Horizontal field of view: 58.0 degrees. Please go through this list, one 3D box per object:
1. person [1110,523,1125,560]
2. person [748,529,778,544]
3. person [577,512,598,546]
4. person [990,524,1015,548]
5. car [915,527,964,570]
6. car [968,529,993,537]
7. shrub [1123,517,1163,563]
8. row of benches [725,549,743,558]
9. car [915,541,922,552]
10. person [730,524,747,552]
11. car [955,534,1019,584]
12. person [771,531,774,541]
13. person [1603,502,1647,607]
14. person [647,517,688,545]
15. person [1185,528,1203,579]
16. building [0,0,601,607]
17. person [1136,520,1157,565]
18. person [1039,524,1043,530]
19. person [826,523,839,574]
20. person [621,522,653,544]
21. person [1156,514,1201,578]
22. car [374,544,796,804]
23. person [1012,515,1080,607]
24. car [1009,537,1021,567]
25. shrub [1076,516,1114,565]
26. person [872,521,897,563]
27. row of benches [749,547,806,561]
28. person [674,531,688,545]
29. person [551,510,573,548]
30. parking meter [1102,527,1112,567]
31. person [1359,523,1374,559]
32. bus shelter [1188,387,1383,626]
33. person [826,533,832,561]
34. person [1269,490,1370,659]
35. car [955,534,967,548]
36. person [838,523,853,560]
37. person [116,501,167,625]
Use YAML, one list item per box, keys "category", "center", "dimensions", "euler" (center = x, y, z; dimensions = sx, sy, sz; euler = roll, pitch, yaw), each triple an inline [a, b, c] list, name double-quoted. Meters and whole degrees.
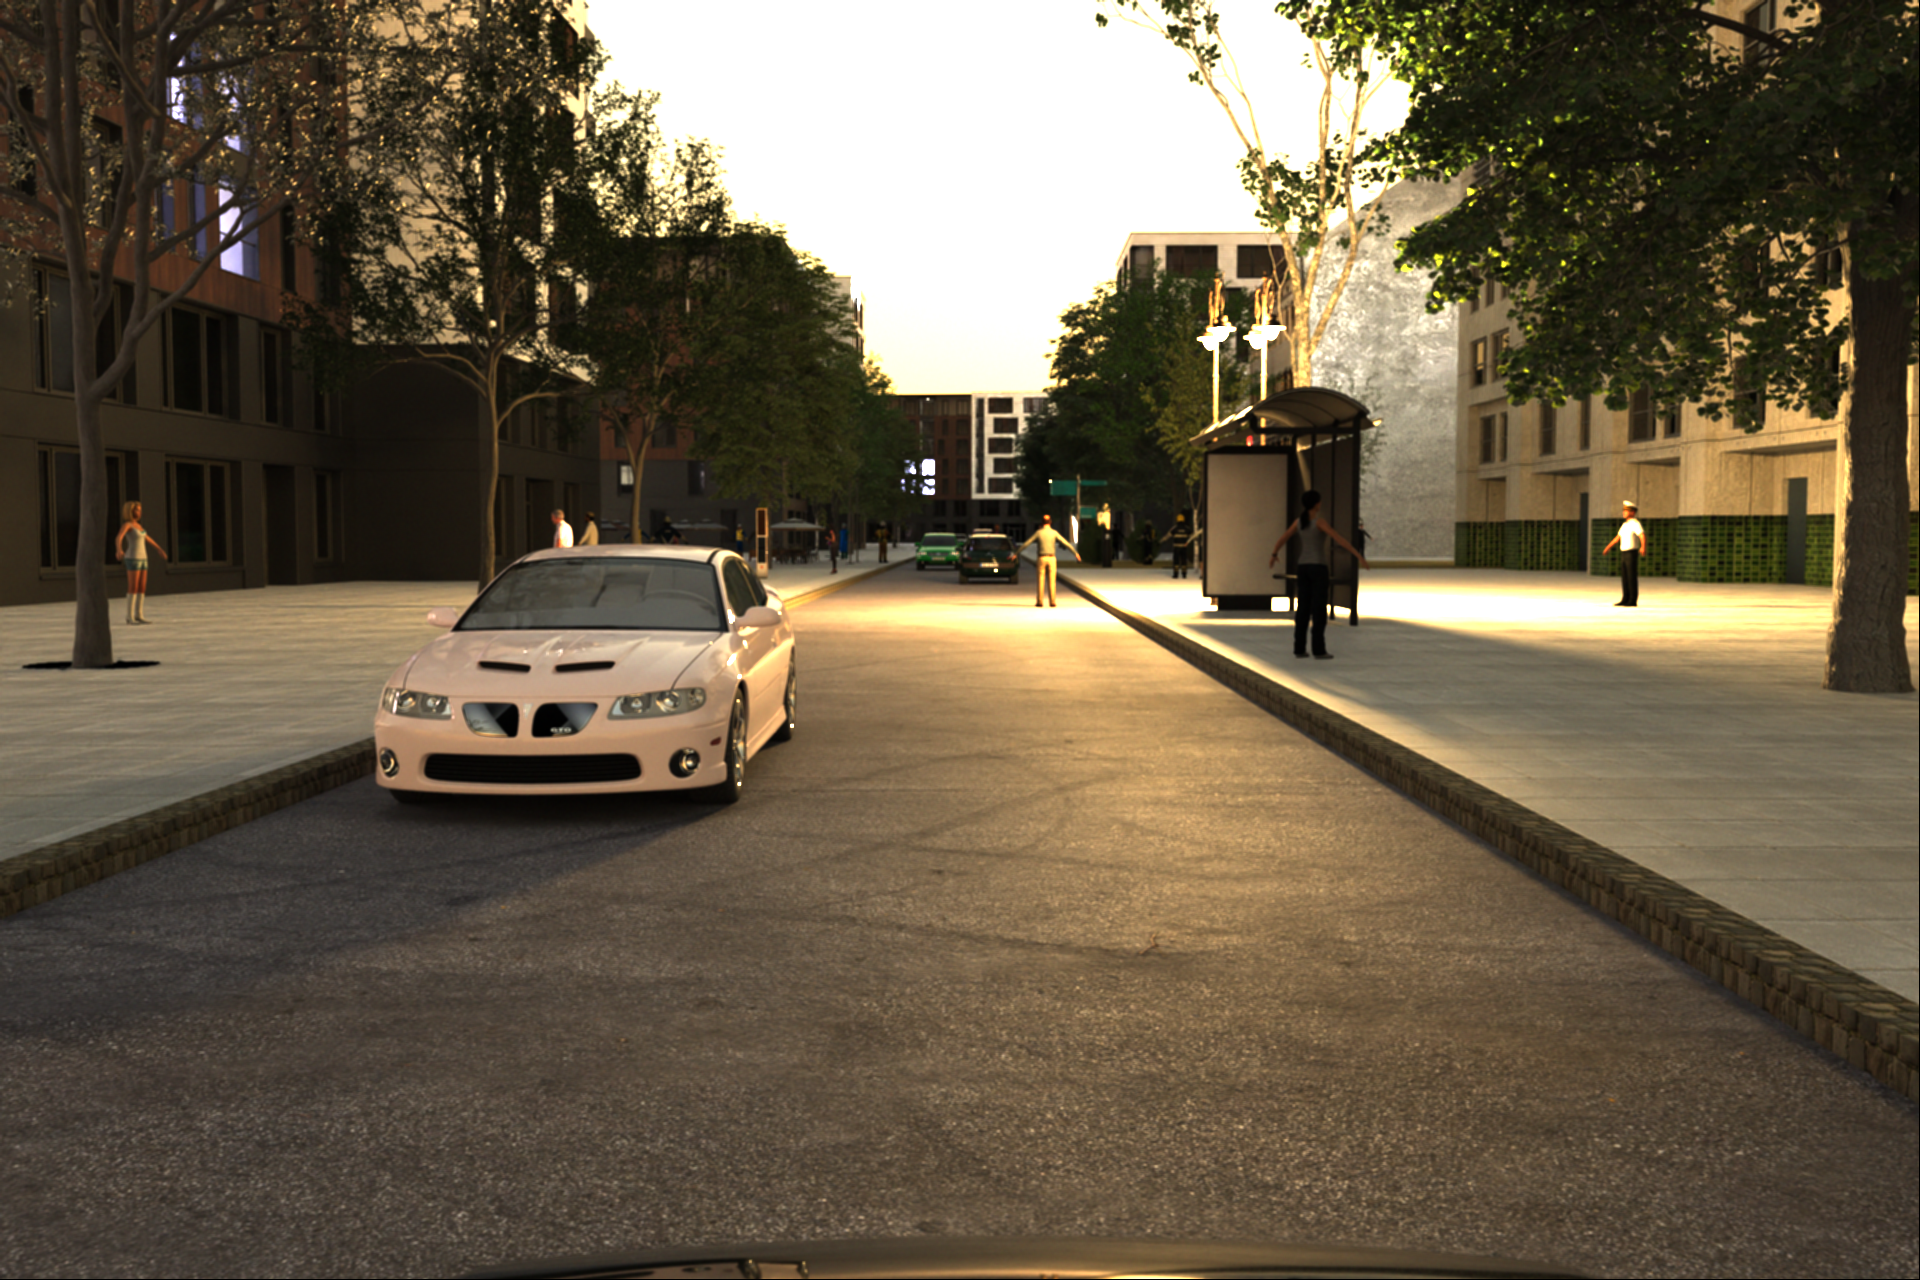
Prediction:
- category: "person"
  center: [7.643, -4.846, 85.411]
  dimensions: [1.347, 1.806, 0.705]
  euler: [-2, 4, -31]
- category: "person"
  center: [-7.549, -3.654, 65.876]
  dimensions: [1.348, 1.813, 0.705]
  euler: [2, 4, 29]
- category: "person"
  center: [-9.003, -2.198, 42.031]
  dimensions: [0.704, 1.819, 1.344]
  euler: [0, 4, 7]
- category: "person"
  center: [1.353, -3.346, 63.390]
  dimensions: [1.346, 1.802, 0.704]
  euler: [0, 4, 0]
- category: "car"
  center: [-0.816, -3.716, 69.547]
  dimensions: [1.959, 1.807, 4.718]
  euler: [0, 4, 1]
- category: "car"
  center: [1.736, -7.424, 130.057]
  dimensions: [2.281, 1.827, 5.304]
  euler: [0, 4, 1]
- category: "shrub"
  center: [8.110, -4.442, 76.661]
  dimensions: [1.661, 2.075, 1.752]
  euler: [0, 3, 0]
- category: "row of benches"
  center: [-10.110, -3.307, 69.538]
  dimensions: [1.422, 0.672, 4.104]
  euler: [2, 4, 26]
- category: "car"
  center: [-1.242, -4.445, 85.263]
  dimensions: [1.945, 1.354, 3.894]
  euler: [0, 4, 1]
- category: "person"
  center: [-12.571, -5.673, 98.727]
  dimensions: [1.349, 1.833, 0.705]
  euler: [3, 4, 38]
- category: "car"
  center: [0.843, -2.506, 50.765]
  dimensions: [2.009, 1.686, 4.222]
  euler: [0, 4, 1]
- category: "person"
  center: [-11.314, -5.884, 102.393]
  dimensions: [0.705, 1.806, 1.347]
  euler: [1, 4, 21]
- category: "person"
  center: [11.808, -1.518, 30.614]
  dimensions: [0.704, 1.855, 1.343]
  euler: [0, 4, -8]
- category: "person"
  center: [-9.441, -3.061, 55.913]
  dimensions: [1.351, 1.845, 0.704]
  euler: [-1, 4, -15]
- category: "person"
  center: [6.996, -2.590, 49.181]
  dimensions: [1.217, 1.735, 0.721]
  euler: [0, 4, 3]
- category: "building"
  center: [-26.991, -12.275, 44.664]
  dimensions: [27.936, 21.610, 32.646]
  euler: [0, 4, 2]
- category: "person"
  center: [7.854, -4.071, 72.347]
  dimensions: [0.705, 1.856, 1.354]
  euler: [3, 5, 43]
- category: "person"
  center: [3.071, -3.474, 65.391]
  dimensions: [0.704, 1.812, 1.346]
  euler: [0, 4, -2]
- category: "person"
  center: [-4.139, -2.960, 55.916]
  dimensions: [0.415, 1.643, 0.593]
  euler: [-2, 4, -29]
- category: "person"
  center: [-12.457, -3.686, 66.734]
  dimensions: [1.216, 1.772, 0.721]
  euler: [0, 4, -4]
- category: "person"
  center: [6.381, -2.719, 50.222]
  dimensions: [1.351, 1.858, 0.704]
  euler: [0, 4, -4]
- category: "car"
  center: [-2.088, 0.100, 10.723]
  dimensions: [2.083, 1.381, 4.827]
  euler: [0, 4, 0]
- category: "person"
  center: [1.687, -1.542, 33.932]
  dimensions: [1.348, 1.796, 0.705]
  euler: [0, 3, 0]
- category: "car"
  center: [1.706, -3.848, 75.503]
  dimensions: [1.945, 1.354, 3.894]
  euler: [0, 4, 0]
- category: "shrub"
  center: [5.642, -4.146, 72.204]
  dimensions: [1.690, 2.028, 1.600]
  euler: [0, 3, 0]
- category: "person"
  center: [-3.420, -4.374, 77.280]
  dimensions: [1.354, 1.858, 0.705]
  euler: [2, 4, 33]
- category: "row of benches"
  center: [-8.682, -4.137, 83.105]
  dimensions: [1.422, 0.672, 4.104]
  euler: [2, 4, 28]
- category: "person"
  center: [-13.869, -4.757, 84.581]
  dimensions: [1.217, 1.733, 0.721]
  euler: [1, 4, 12]
- category: "person"
  center: [-7.067, -1.443, 30.569]
  dimensions: [0.436, 1.711, 0.756]
  euler: [1, 4, 12]
- category: "parking meter"
  center: [5.668, -3.564, 66.684]
  dimensions: [0.372, 1.533, 0.369]
  euler: [0, 3, 0]
- category: "person"
  center: [20.232, -4.976, 87.285]
  dimensions: [1.347, 1.837, 0.705]
  euler: [-1, 4, -22]
- category: "bus shelter"
  center: [4.837, -2.000, 26.616]
  dimensions: [2.014, 3.302, 5.546]
  euler: [0, 4, 1]
- category: "person"
  center: [-6.277, -4.550, 83.656]
  dimensions: [0.599, 1.433, 0.991]
  euler: [1, 4, 11]
- category: "person"
  center: [3.690, -0.680, 17.931]
  dimensions: [0.721, 1.737, 1.217]
  euler: [-3, 5, -43]
- category: "car"
  center: [-0.063, -9.383, 163.205]
  dimensions: [2.009, 1.686, 4.222]
  euler: [0, 4, 1]
- category: "person"
  center: [-5.807, -4.909, 86.384]
  dimensions: [1.347, 1.817, 0.704]
  euler: [3, 5, 41]
- category: "person"
  center: [-11.624, -1.099, 24.578]
  dimensions: [0.721, 1.753, 1.214]
  euler: [0, 4, 4]
